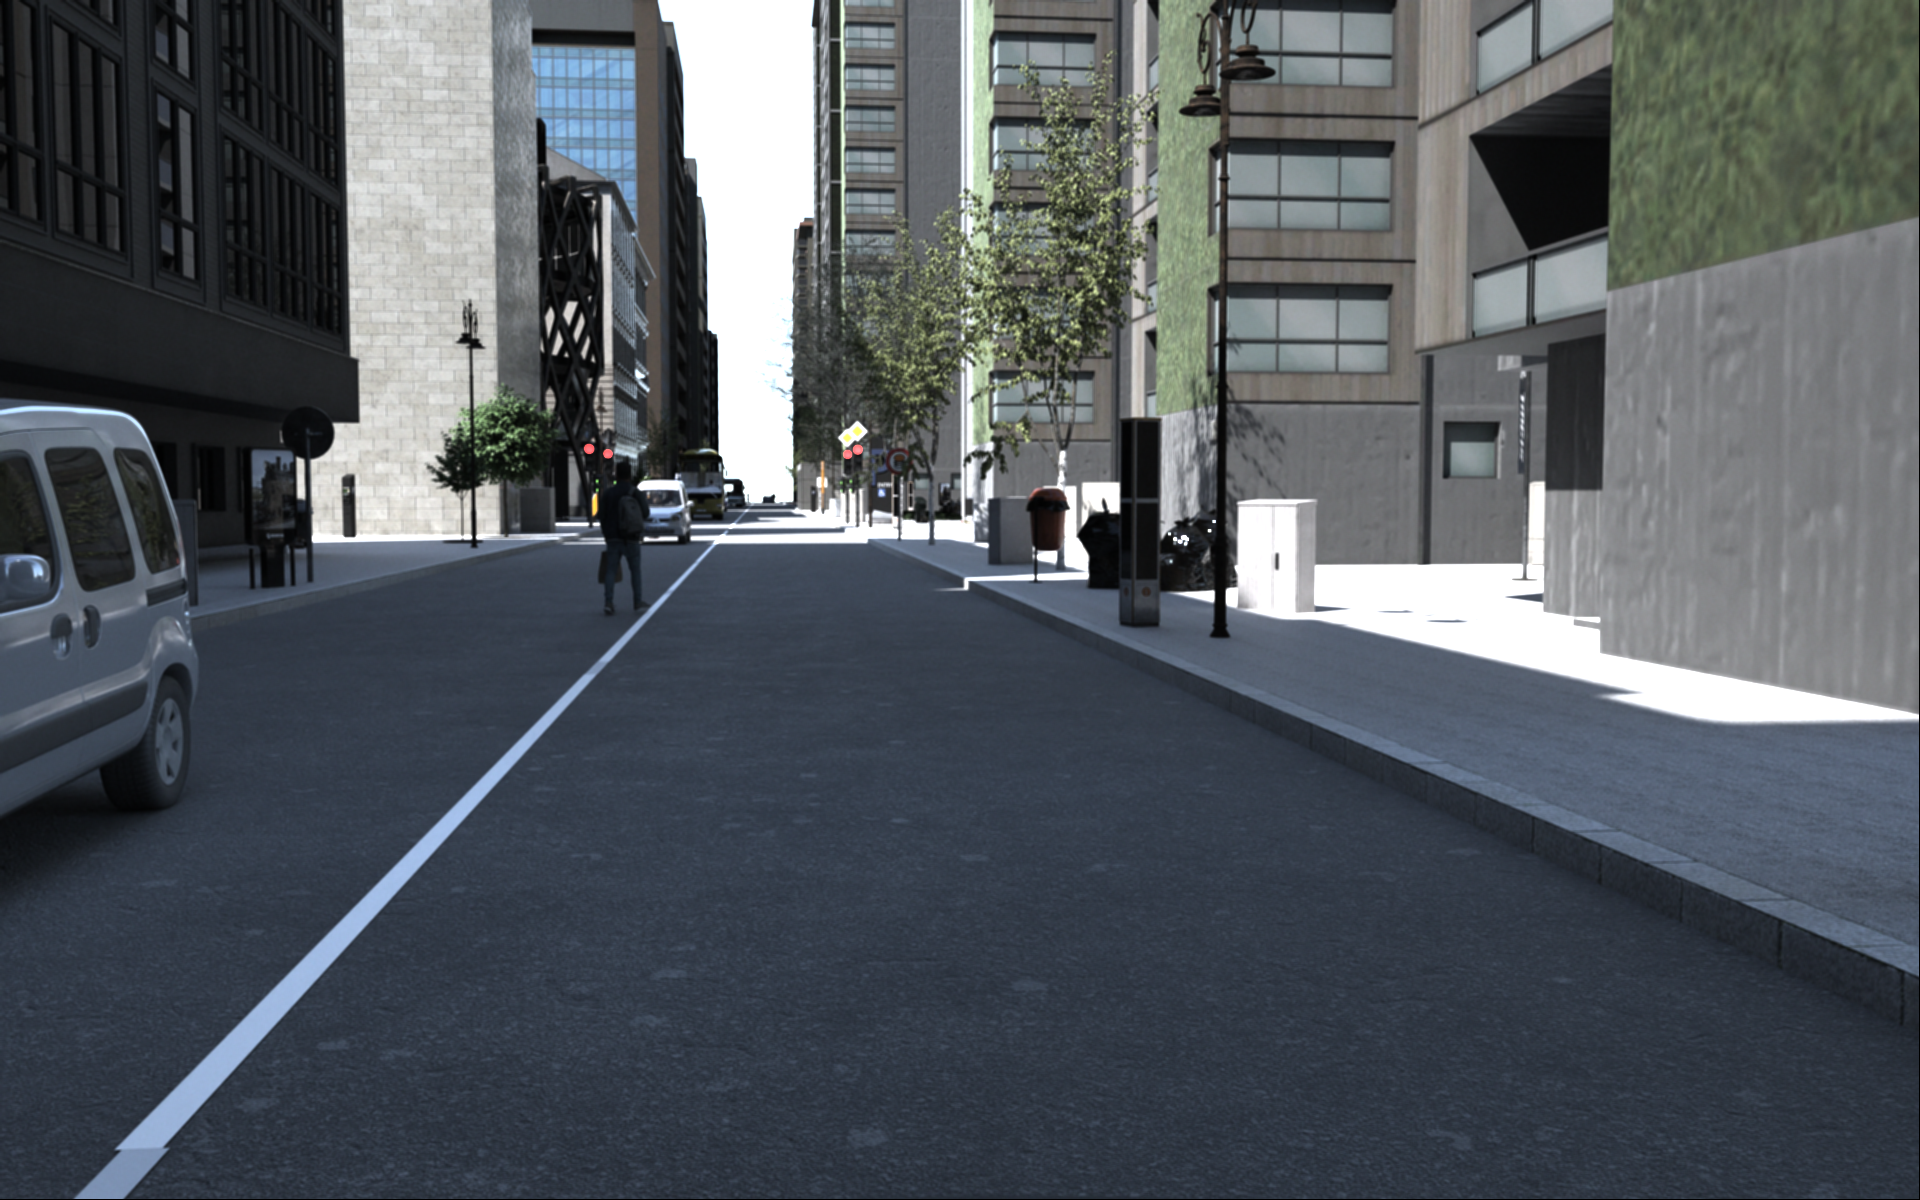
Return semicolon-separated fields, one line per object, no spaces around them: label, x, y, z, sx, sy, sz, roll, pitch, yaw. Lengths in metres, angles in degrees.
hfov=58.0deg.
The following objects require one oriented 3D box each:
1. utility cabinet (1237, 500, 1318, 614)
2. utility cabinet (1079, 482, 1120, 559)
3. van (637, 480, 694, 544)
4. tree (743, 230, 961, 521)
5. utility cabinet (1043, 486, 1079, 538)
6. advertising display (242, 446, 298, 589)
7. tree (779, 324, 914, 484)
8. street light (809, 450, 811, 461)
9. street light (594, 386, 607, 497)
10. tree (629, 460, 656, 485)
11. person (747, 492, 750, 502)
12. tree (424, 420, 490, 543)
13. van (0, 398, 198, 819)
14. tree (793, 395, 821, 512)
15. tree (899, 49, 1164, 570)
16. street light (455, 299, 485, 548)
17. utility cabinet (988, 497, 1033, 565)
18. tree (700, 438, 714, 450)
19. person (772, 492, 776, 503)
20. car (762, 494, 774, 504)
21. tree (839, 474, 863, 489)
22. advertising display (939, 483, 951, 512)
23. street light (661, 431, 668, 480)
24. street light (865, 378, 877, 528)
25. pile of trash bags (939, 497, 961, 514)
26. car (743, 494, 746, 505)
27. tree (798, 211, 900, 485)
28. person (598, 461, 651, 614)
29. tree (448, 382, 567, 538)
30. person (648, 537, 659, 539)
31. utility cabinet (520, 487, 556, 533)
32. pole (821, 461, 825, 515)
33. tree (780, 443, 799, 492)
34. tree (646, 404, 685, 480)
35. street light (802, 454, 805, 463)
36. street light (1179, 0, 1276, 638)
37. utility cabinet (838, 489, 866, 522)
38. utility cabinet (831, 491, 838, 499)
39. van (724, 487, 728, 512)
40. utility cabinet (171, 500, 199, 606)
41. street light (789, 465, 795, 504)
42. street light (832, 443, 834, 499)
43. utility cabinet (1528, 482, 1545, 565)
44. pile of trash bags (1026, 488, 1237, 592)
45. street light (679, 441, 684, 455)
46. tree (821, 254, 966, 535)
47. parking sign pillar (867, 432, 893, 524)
utility cabinet;3.466;-0.482;19.035;0.306;1.237;1.020;-2;4;-29
utility cabinet;2.891;-1.507;33.319;0.318;1.500;1.173;-3;5;-44
van;-8.770;-2.668;50.638;2.013;2.044;4.112;0;4;-6
tree;-4.977;-10.435;80.977;12.009;13.543;11.850;0;3;0
utility cabinet;2.983;-2.549;50.349;1.173;1.500;0.318;3;4;39
advertising display;-9.447;-1.134;23.760;0.123;1.923;0.974;1;4;16
tree;-6.094;-9.665;92.430;7.601;10.594;8.767;-2;4;-25
street light;-12.873;-10.772;148.907;0.468;5.910;1.993;0;4;-6
street light;-15.333;-6.198;74.132;0.468;5.910;1.993;0;4;-6
tree;-18.136;-6.358;98.548;1.663;3.219;1.824;0;3;0
person;-36.702;-17.811;300.373;0.621;1.740;0.551;2;4;27
tree;-13.271;-3.122;45.651;1.663;3.219;1.824;0;3;0
van;-4.228;0.034;6.449;2.013;2.044;4.112;0;4;-8
tree;-10.242;-10.774;126.518;4.360;8.622;3.978;0;3;0
tree;1.610;-4.820;29.176;4.737;8.622;4.395;0;3;0
street light;-11.620;-4.187;41.253;0.468;5.910;1.993;0;4;-6
utility cabinet;0.933;-1.262;31.795;0.306;1.237;1.020;3;5;40
tree;-33.802;-16.761;224.401;4.737;8.622;4.395;0;3;0
person;-28.427;-15.641;264.776;0.990;1.755;0.434;3;4;36
car;-28.779;-15.164;259.940;2.014;1.417;4.499;0;4;-5
tree;-6.725;-6.780;105.456;1.663;3.219;1.824;0;3;0
advertising display;-0.882;-5.772;99.583;0.123;1.923;0.974;3;4;37
street light;-21.131;-9.262;124.218;0.468;5.910;1.993;0;4;-6
street light;-3.406;-5.687;65.775;0.468;5.910;1.993;0;4;-6
pile of trash bags;0.277;-5.765;104.006;3.447;1.369;1.912;3;5;39
car;-28.360;-12.981;220.915;2.281;1.827;5.304;0;4;-6
tree;-0.952;-5.702;43.589;4.737;8.622;4.395;0;3;0
person;-4.060;-0.746;20.687;0.794;1.824;0.713;1;4;22
tree;-13.282;-4.108;50.878;4.285;4.588;4.351;0;3;0
person;-9.817;-2.615;55.541;0.394;1.301;0.425;0;4;7
utility cabinet;-13.891;-2.951;56.935;1.173;1.500;0.318;1;4;21
pole;-8.489;-6.941;107.328;0.158;3.312;0.155;0;3;0
tree;-22.114;-17.358;234.172;4.737;8.622;4.395;0;3;0
tree;-24.078;-11.508;138.519;4.737;8.622;4.395;0;3;0
street light;-15.817;-12.369;175.018;0.468;5.910;1.993;0;4;-6
street light;2.334;-2.605;15.374;0.468;5.910;1.993;0;4;-6
utility cabinet;-4.809;-4.242;78.034;1.173;1.500;0.318;2;4;31
utility cabinet;-8.913;-7.307;128.150;1.173;1.500;0.318;-1;4;-13
van;-20.315;-8.516;143.625;2.240;2.365;5.245;0;4;-6
utility cabinet;-9.265;-0.526;19.769;1.020;1.237;0.306;-1;4;-22
street light;-21.548;-15.420;224.900;0.468;5.910;1.993;0;4;-6
street light;-7.247;-7.716;98.939;0.468;5.910;1.993;0;4;-6
utility cabinet;10.807;-1.365;31.001;1.173;1.500;0.318;0;4;2
pile of trash bags;2.278;-0.887;24.250;3.447;1.369;1.912;3;5;43
street light;-24.018;-10.817;149.642;0.468;5.910;1.993;0;4;-6
tree;-1.820;-6.327;53.810;4.360;8.622;3.978;0;3;0
parking sign pillar;-3.291;-5.268;74.611;1.447;3.967;1.447;2;4;24
